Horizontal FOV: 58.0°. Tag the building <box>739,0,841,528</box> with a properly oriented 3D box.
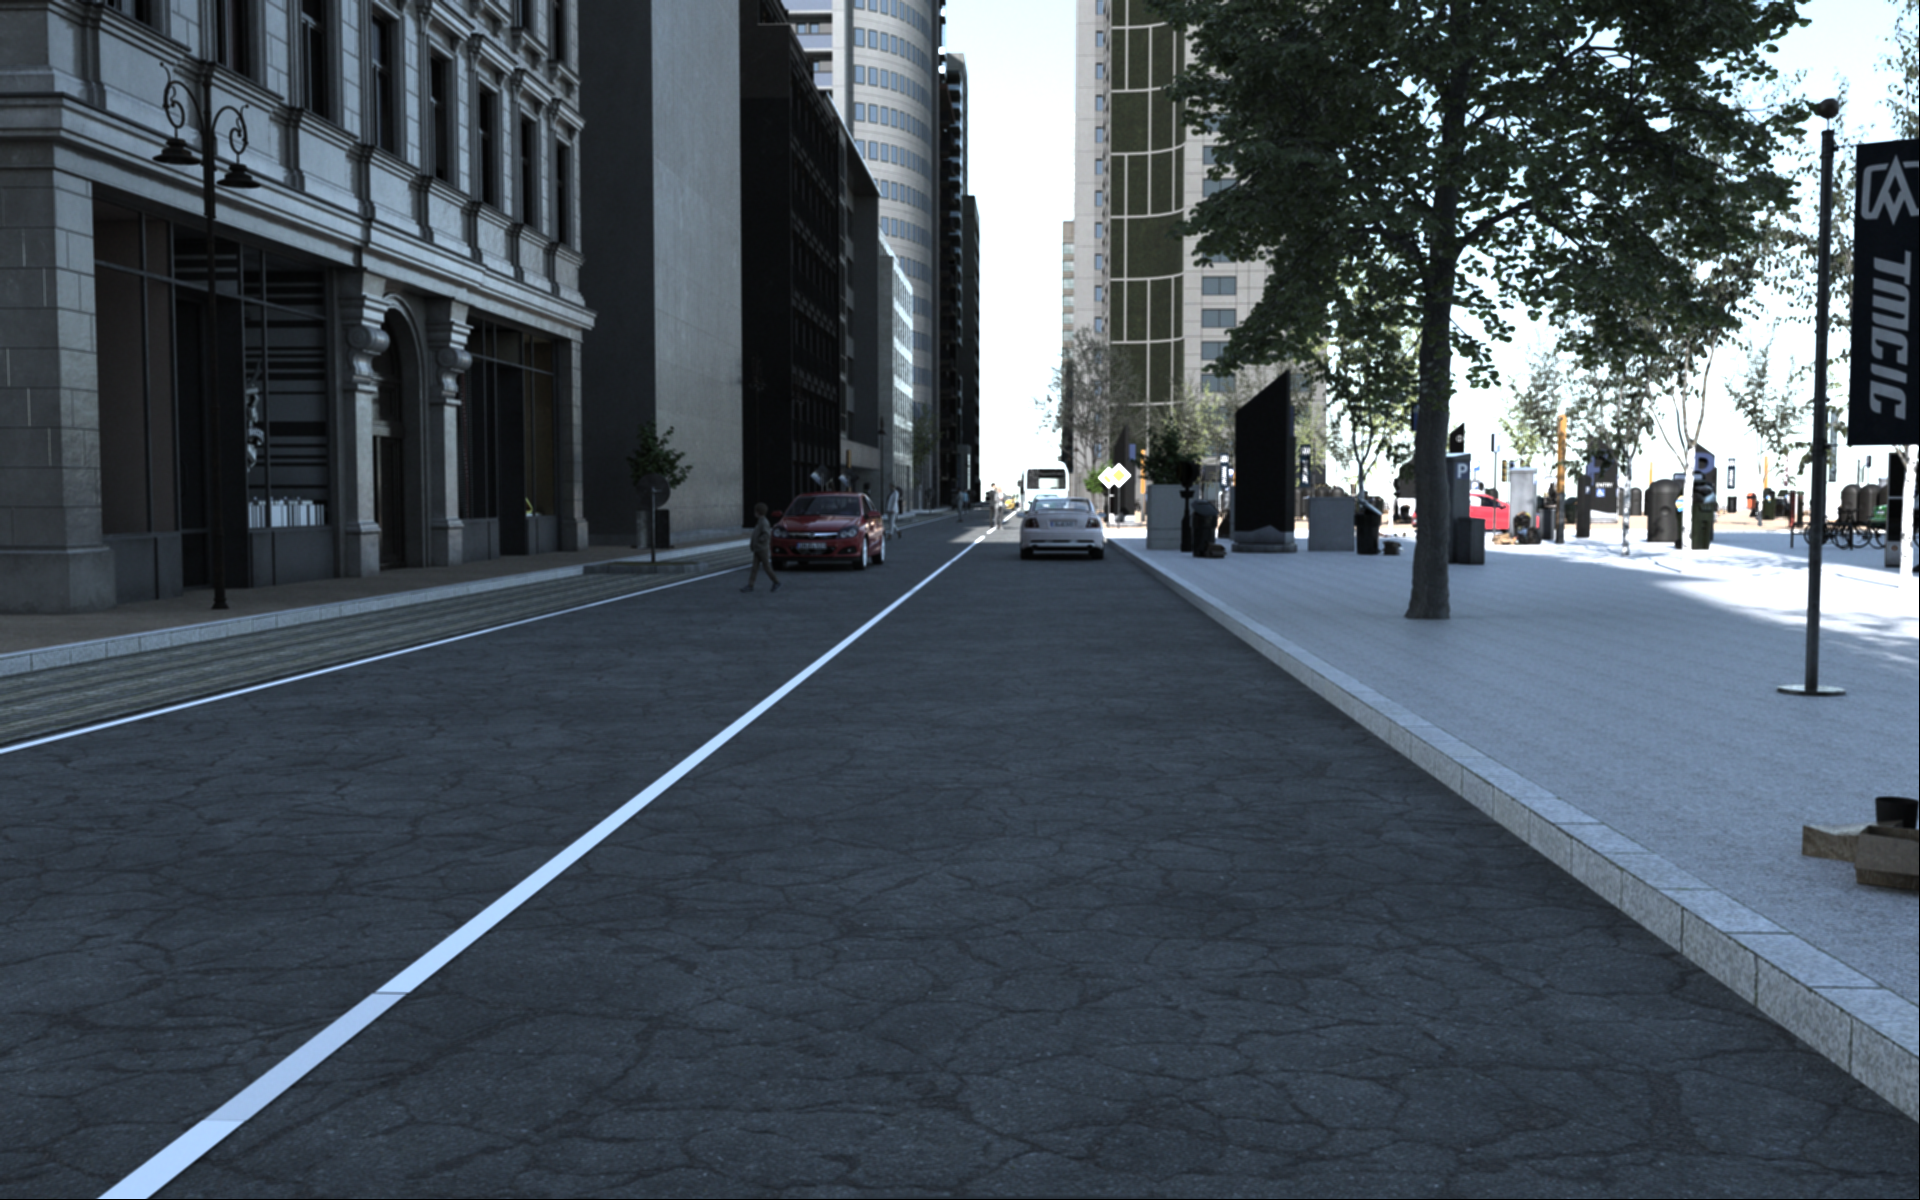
[{"bbox_3d":[-12.055,-14.838,72.281,12.332,23.373,15.834,0,4,3],"label":"building"}]

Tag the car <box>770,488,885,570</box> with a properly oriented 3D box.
[{"bbox_3d":[-2.561,-1.528,34.028,2.155,1.783,4.494,0,4,5],"label":"car"}]

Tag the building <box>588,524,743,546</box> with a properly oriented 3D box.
[{"bbox_3d":[-22.058,-14.109,49.753,30.058,24.678,14.314,0,4,3],"label":"building"}]

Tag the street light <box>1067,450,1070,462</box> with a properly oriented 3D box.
[{"bbox_3d":[11.262,-12.599,178.780,0.468,5.910,1.993,0,4,3],"label":"street light"}]

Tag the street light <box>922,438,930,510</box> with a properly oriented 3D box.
[{"bbox_3d":[-2.627,-10.331,141.697,0.468,5.910,1.993,0,4,3],"label":"street light"}]

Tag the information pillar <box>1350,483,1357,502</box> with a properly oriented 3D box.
[{"bbox_3d":[26.937,-6.978,118.578,0.304,2.012,0.304,-2,4,-31],"label":"information pillar"}]

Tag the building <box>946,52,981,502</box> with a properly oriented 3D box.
[{"bbox_3d":[-6.845,-51.864,286.223,20.563,71.187,20.611,0,4,3],"label":"building"}]

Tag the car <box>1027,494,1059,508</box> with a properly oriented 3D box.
[{"bbox_3d":[4.637,-4.944,92.632,2.131,1.459,4.920,0,4,4],"label":"car"}]

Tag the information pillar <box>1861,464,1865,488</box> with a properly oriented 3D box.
[{"bbox_3d":[69.627,-8.699,133.583,0.504,3.616,0.183,-3,5,-44],"label":"information pillar"}]

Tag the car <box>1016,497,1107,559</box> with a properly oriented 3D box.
[{"bbox_3d":[2.317,-1.662,39.540,2.083,1.381,4.827,0,4,3],"label":"car"}]

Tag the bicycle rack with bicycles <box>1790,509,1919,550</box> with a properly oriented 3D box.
[{"bbox_3d":[21.051,-1.687,40.968,2.852,0.926,2.925,-1,4,-18],"label":"bicycle rack with bicycles"}]

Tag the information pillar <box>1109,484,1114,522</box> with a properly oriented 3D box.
[{"bbox_3d":[6.410,-4.173,72.715,0.304,2.012,0.304,1,4,9],"label":"information pillar"}]

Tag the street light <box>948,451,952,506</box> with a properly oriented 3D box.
[{"bbox_3d":[-1.036,-12.598,178.764,0.468,5.910,1.993,0,4,3],"label":"street light"}]

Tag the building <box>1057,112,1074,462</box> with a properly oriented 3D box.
[{"bbox_3d":[27.229,-59.233,281.132,22.319,86.520,31.000,0,4,3],"label":"building"}]

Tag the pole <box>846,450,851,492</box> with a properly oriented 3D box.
[{"bbox_3d":[-5.150,-5.282,80.200,0.158,3.312,0.155,0,3,0],"label":"pole"}]

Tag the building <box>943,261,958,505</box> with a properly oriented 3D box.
[{"bbox_3d":[-7.588,-26.448,204.119,14.160,30.474,14.107,0,4,3],"label":"building"}]

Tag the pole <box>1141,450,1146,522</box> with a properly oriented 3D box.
[{"bbox_3d":[8.451,-5.263,79.894,0.158,3.312,0.155,0,3,0],"label":"pole"}]

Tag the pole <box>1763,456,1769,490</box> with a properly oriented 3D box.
[{"bbox_3d":[42.787,-6.002,91.975,0.158,3.312,0.155,0,3,0],"label":"pole"}]

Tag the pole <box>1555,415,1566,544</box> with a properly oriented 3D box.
[{"bbox_3d":[15.480,-3.105,44.608,0.158,3.312,0.155,0,3,0],"label":"pole"}]

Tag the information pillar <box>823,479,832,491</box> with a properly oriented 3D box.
[{"bbox_3d":[-5.514,-4.125,71.932,0.304,2.012,0.304,-3,5,-44],"label":"information pillar"}]

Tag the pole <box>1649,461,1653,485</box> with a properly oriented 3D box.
[{"bbox_3d":[43.009,-6.973,107.853,0.158,3.312,0.155,0,3,0],"label":"pole"}]

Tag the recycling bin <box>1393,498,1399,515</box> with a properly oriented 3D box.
[{"bbox_3d":[26.162,-5.525,102.885,0.722,1.027,0.722,0,4,2],"label":"recycling bin"}]

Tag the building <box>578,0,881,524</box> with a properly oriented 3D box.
[{"bbox_3d":[-12.750,-16.932,95.909,14.314,24.678,30.058,0,4,3],"label":"building"}]

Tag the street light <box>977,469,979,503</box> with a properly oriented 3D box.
[{"bbox_3d":[2.746,-17.675,261.765,0.468,5.910,1.993,0,4,3],"label":"street light"}]

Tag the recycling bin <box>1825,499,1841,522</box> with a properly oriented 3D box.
[{"bbox_3d":[40.712,-4.160,80.571,0.722,1.027,0.722,2,4,32],"label":"recycling bin"}]

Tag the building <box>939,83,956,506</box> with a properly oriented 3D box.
[{"bbox_3d":[-11.808,-32.280,182.404,22.147,44.769,28.867,0,4,3],"label":"building"}]

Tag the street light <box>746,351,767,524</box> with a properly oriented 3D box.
[{"bbox_3d":[-6.583,-5.101,56.184,0.468,5.910,1.993,0,4,3],"label":"street light"}]

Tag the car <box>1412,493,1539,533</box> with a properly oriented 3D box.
[{"bbox_3d":[18.070,-3.138,60.350,4.494,1.783,2.155,0,4,2],"label":"car"}]

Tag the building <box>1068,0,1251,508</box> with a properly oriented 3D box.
[{"bbox_3d":[22.102,-46.792,203.304,20.563,71.187,20.611,0,4,3],"label":"building"}]

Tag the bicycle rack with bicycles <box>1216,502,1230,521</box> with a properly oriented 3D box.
[{"bbox_3d":[13.209,-4.202,82.088,2.925,0.926,2.852,0,4,7],"label":"bicycle rack with bicycles"}]

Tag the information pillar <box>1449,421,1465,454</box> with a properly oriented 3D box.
[{"bbox_3d":[16.033,-3.946,55.878,0.504,3.616,0.183,2,4,28],"label":"information pillar"}]

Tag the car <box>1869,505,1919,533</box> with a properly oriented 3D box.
[{"bbox_3d":[33.187,-3.019,58.161,4.718,1.807,1.959,0,4,2],"label":"car"}]

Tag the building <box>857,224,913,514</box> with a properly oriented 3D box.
[{"bbox_3d":[-9.071,-16.192,119.490,10.420,20.320,16.860,0,4,3],"label":"building"}]

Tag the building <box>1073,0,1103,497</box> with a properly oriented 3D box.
[{"bbox_3d":[22.304,-38.978,179.291,21.231,58.520,28.212,0,4,3],"label":"building"}]

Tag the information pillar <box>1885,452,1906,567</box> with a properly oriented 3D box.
[{"bbox_3d":[16.426,-1.582,30.352,0.304,2.012,0.304,3,4,36],"label":"information pillar"}]

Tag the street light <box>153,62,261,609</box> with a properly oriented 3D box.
[{"bbox_3d":[-8.263,-2.837,19.167,0.468,5.910,1.993,0,4,3],"label":"street light"}]

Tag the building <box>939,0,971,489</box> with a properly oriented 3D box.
[{"bbox_3d":[-9.413,-56.596,238.023,22.319,86.520,31.000,0,4,3],"label":"building"}]

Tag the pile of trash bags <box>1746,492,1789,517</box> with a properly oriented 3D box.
[{"bbox_3d":[44.741,-5.286,96.180,3.447,1.369,1.912,-3,4,-36],"label":"pile of trash bags"}]

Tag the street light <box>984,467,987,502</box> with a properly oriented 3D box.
[{"bbox_3d":[4.388,-19.917,298.434,0.468,5.910,1.993,0,4,3],"label":"street light"}]

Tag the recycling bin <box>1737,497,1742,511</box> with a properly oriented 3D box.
[{"bbox_3d":[59.477,-7.348,132.694,0.722,1.027,0.722,1,4,23],"label":"recycling bin"}]

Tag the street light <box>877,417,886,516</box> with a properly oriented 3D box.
[{"bbox_3d":[-4.591,-7.893,101.836,0.468,5.910,1.993,0,4,3],"label":"street light"}]

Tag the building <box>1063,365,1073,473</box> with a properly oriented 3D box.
[{"bbox_3d":[28.328,-24.077,238.693,27.650,21.520,28.899,0,4,3],"label":"building"}]

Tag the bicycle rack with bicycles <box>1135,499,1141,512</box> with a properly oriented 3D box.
[{"bbox_3d":[12.344,-6.783,124.286,2.852,0.926,2.925,0,4,-7],"label":"bicycle rack with bicycles"}]

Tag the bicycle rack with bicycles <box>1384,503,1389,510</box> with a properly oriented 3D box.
[{"bbox_3d":[31.713,-6.870,125.706,2.852,0.926,2.925,0,4,1],"label":"bicycle rack with bicycles"}]

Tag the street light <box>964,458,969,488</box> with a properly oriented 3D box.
[{"bbox_3d":[1.033,-15.407,224.699,0.468,5.910,1.993,0,4,3],"label":"street light"}]

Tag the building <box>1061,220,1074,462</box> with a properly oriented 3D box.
[{"bbox_3d":[22.230,-35.244,259.841,14.154,41.232,14.086,0,4,3],"label":"building"}]

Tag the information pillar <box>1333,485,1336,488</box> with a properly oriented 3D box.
[{"bbox_3d":[29.880,-8.165,137.990,0.304,2.012,0.304,3,5,43],"label":"information pillar"}]

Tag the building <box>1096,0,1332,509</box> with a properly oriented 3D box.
[{"bbox_3d":[21.116,-43.811,154.567,20.563,71.187,20.611,0,4,3],"label":"building"}]

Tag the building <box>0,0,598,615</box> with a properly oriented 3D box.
[{"bbox_3d":[-13.807,-10.300,19.313,10.553,20.767,40.483,0,4,3],"label":"building"}]

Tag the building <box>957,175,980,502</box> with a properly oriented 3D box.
[{"bbox_3d":[-7.953,-39.277,265.877,21.300,48.544,21.600,0,4,3],"label":"building"}]

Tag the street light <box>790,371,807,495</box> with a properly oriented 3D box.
[{"bbox_3d":[-6.067,-5.650,65.159,0.468,5.910,1.993,0,4,3],"label":"street light"}]

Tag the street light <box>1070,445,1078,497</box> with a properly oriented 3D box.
[{"bbox_3d":[9.492,-10.350,142.007,0.468,5.910,1.993,0,4,3],"label":"street light"}]

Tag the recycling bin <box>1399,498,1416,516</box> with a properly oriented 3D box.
[{"bbox_3d":[26.070,-5.360,100.193,0.722,1.027,0.722,-3,5,-40],"label":"recycling bin"}]

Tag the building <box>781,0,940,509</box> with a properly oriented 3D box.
[{"bbox_3d":[-13.101,-37.402,153.527,21.231,58.520,28.212,0,4,3],"label":"building"}]

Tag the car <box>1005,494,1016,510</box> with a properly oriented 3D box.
[{"bbox_3d":[4.015,-8.846,154.857,2.015,1.641,3.980,0,4,1],"label":"car"}]

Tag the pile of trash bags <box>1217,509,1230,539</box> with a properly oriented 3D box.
[{"bbox_3d":[7.882,-2.460,49.978,3.447,1.369,1.912,0,4,4],"label":"pile of trash bags"}]
